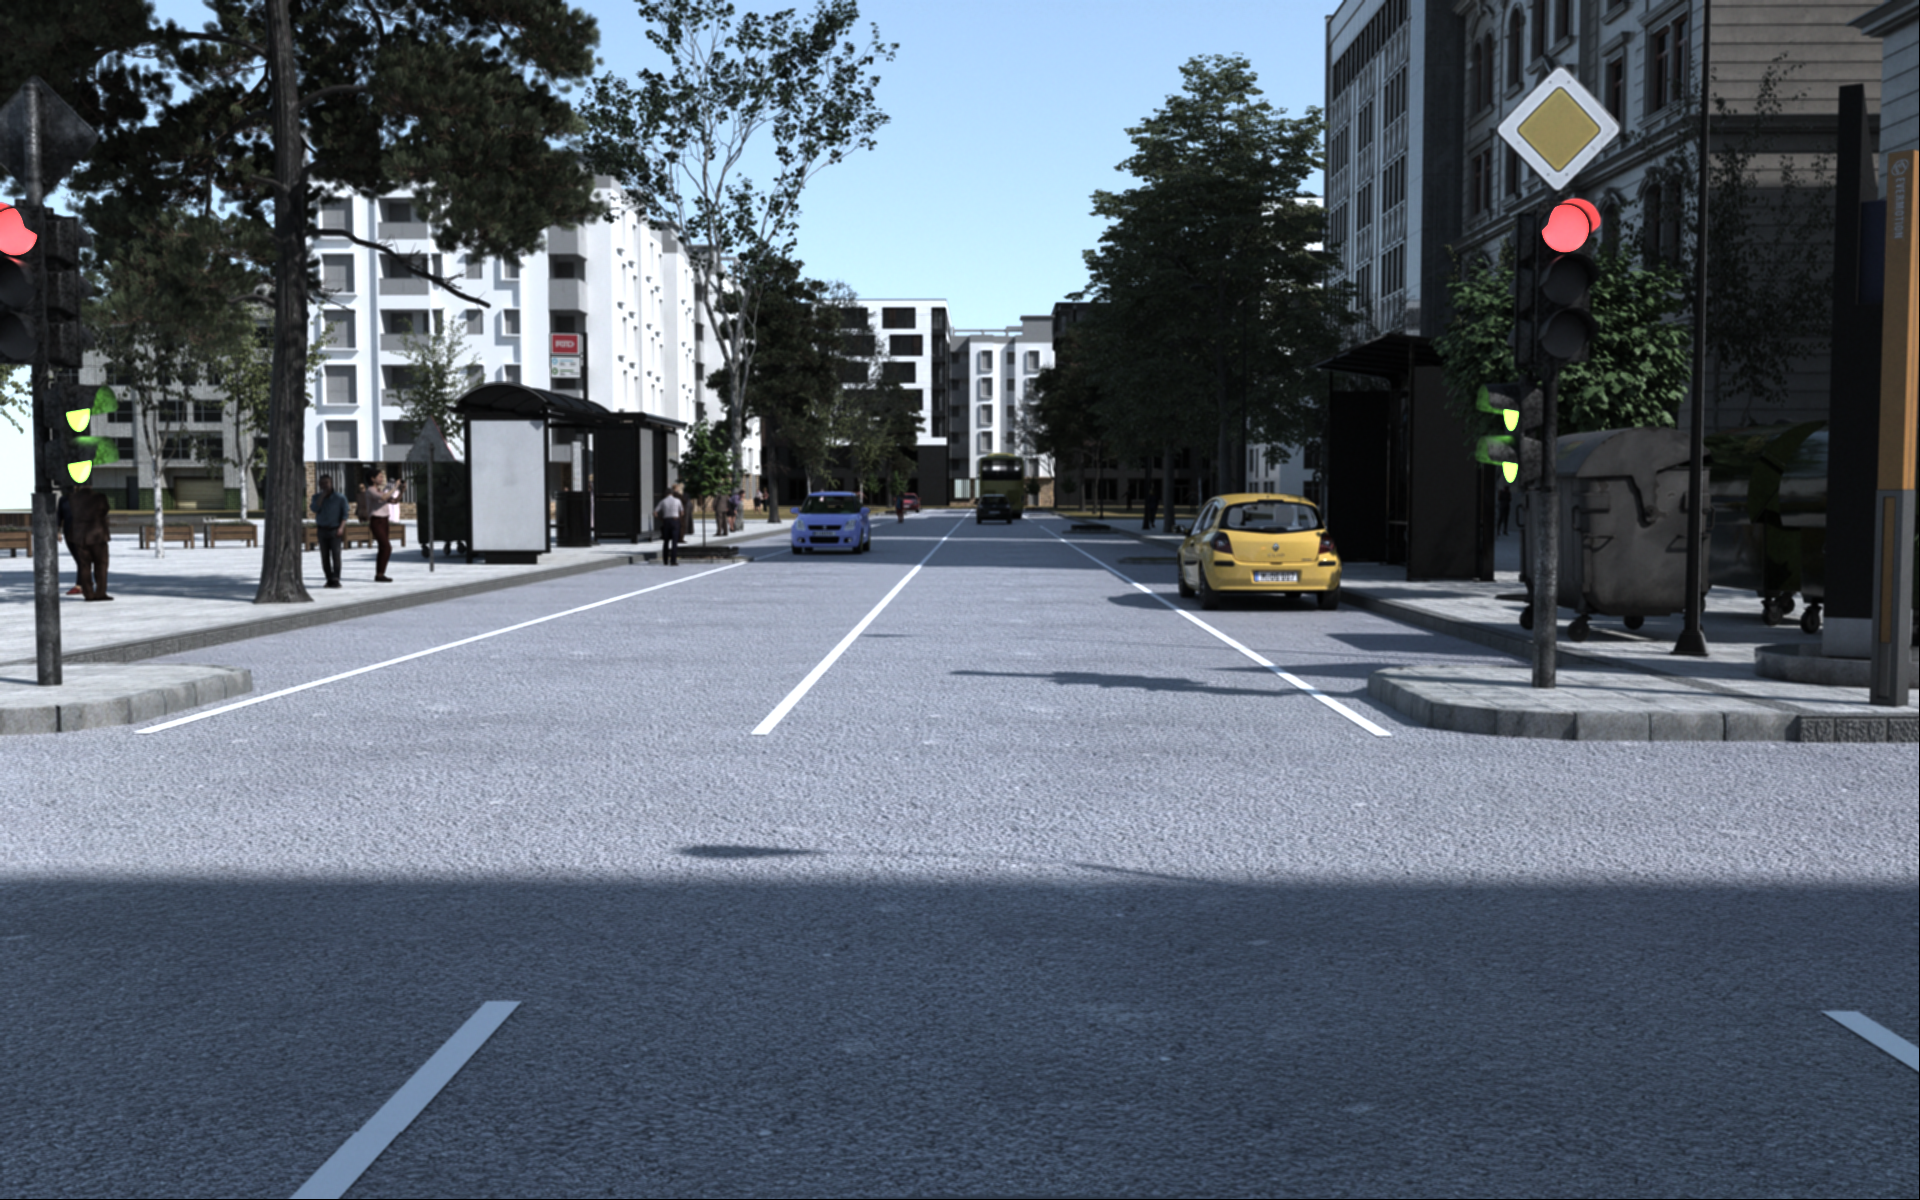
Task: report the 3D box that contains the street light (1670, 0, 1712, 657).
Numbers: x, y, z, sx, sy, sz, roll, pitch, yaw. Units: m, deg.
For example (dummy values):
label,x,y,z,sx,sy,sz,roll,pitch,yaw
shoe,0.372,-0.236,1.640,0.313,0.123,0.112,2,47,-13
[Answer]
label,x,y,z,sx,sy,sz,roll,pitch,yaw
street light,5.306,-2.517,13.688,1.470,5.913,1.316,0,4,1

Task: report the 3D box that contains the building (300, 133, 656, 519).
label,x,y,z,sx,sy,sz,roll,pitch,yaw
building,-25.818,-14.522,93.858,16.016,20.091,11.380,0,4,1

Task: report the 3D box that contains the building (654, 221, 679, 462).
label,x,y,z,sx,sy,sz,roll,pitch,yaw
building,-26.419,-15.244,105.653,16.016,20.091,11.380,0,4,1

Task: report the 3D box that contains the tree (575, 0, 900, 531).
label,x,y,z,sx,sy,sz,roll,pitch,yaw
tree,-9.202,-12.459,59.589,12.611,20.169,13.585,0,3,0

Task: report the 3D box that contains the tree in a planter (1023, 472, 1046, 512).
label,x,y,z,sx,sy,sz,roll,pitch,yaw
tree in a planter,5.939,-8.755,140.372,1.991,3.239,1.994,0,4,1

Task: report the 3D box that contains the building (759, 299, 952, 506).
label,x,y,z,sx,sy,sz,roll,pitch,yaw
building,-17.492,-21.506,195.602,32.646,21.610,27.936,0,4,1

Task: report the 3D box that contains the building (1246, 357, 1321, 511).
label,x,y,z,sx,sy,sz,roll,pitch,yaw
building,23.872,-9.969,105.146,9.099,9.664,28.070,0,4,1

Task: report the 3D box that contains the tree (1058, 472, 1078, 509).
label,x,y,z,sx,sy,sz,roll,pitch,yaw
tree,9.177,-9.238,145.649,1.663,3.219,1.824,0,3,0

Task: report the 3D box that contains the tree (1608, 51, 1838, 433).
label,x,y,z,sx,sy,sz,roll,pitch,yaw
tree,13.164,-4.826,29.267,4.360,8.622,3.978,0,3,0

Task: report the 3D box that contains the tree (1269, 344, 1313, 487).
label,x,y,z,sx,sy,sz,roll,pitch,yaw
tree,14.592,-7.311,69.895,4.360,8.622,3.978,0,3,0

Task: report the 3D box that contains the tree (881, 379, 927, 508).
label,x,y,z,sx,sy,sz,roll,pitch,yaw
tree,-6.461,-14.289,155.674,6.751,12.117,7.091,0,3,0

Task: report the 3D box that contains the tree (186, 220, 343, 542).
label,x,y,z,sx,sy,sz,roll,pitch,yaw
tree,-18.901,-5.855,46.095,4.737,8.622,4.395,0,3,0

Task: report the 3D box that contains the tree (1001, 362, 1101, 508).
label,x,y,z,sx,sy,sz,roll,pitch,yaw
tree,8.698,-15.286,160.303,12.009,13.543,11.850,0,3,0

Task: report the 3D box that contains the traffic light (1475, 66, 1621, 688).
label,x,y,z,sx,sy,sz,roll,pitch,yaw
traffic light,3.857,-1.354,11.386,0.839,4.213,0.868,0,4,1

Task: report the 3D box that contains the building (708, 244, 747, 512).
label,x,y,z,sx,sy,sz,roll,pitch,yaw
building,-24.933,-16.693,129.351,16.016,20.091,11.380,0,4,1

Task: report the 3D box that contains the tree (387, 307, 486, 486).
label,x,y,z,sx,sy,sz,roll,pitch,yaw
tree,-20.912,-7.263,69.110,4.737,8.622,4.395,0,3,0

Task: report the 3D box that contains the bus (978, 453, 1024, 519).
label,x,y,z,sx,sy,sz,roll,pitch,yaw
bus,2.451,-6.835,103.299,2.896,3.916,12.252,0,4,1

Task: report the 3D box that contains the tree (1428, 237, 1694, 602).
label,x,y,z,sx,sy,sz,roll,pitch,yaw
tree,7.350,-2.283,21.044,4.285,4.588,4.351,0,3,0

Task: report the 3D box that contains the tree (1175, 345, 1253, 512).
label,x,y,z,sx,sy,sz,roll,pitch,yaw
tree,10.964,-7.793,77.771,4.737,8.622,4.395,0,3,0

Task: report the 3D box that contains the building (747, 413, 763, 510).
label,x,y,z,sx,sy,sz,roll,pitch,yaw
building,-22.898,-17.639,144.810,11.380,20.091,16.016,0,4,1

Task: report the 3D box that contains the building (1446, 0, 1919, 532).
label,x,y,z,sx,sy,sz,roll,pitch,yaw
building,25.007,-16.337,54.506,14.401,28.519,23.554,0,4,1

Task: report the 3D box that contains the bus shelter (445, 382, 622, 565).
label,x,y,z,sx,sy,sz,roll,pitch,yaw
bus shelter,-8.215,-2.451,34.003,2.014,3.302,5.546,0,4,1

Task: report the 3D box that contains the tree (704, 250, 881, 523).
label,x,y,z,sx,sy,sz,roll,pitch,yaw
tree,-8.307,-9.434,76.293,6.751,12.117,7.091,0,3,0

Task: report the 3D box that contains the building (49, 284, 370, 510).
label,x,y,z,sx,sy,sz,roll,pitch,yaw
building,-56.148,-16.986,144.186,31.486,18.905,16.747,0,4,1

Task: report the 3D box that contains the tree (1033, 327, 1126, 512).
label,x,y,z,sx,sy,sz,roll,pitch,yaw
tree,8.484,-13.238,123.860,7.806,13.903,7.818,0,3,0

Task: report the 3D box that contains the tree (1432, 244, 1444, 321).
label,x,y,z,sx,sy,sz,roll,pitch,yaw
tree,14.908,-5.940,47.486,4.737,8.622,4.395,0,3,0

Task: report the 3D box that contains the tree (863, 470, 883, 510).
label,x,y,z,sx,sy,sz,roll,pitch,yaw
tree,-6.948,-8.877,139.745,1.663,3.219,1.824,0,3,0

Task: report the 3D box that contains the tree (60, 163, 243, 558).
label,x,y,z,sx,sy,sz,roll,pitch,yaw
tree,-16.009,-5.135,34.313,4.360,8.622,3.978,0,3,0

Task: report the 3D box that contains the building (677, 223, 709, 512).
label,x,y,z,sx,sy,sz,roll,pitch,yaw
building,-26.306,-16.000,118.013,16.016,20.091,11.380,0,4,1

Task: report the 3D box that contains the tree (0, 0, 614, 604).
label,x,y,z,sx,sy,sz,roll,pitch,yaw
tree,-7.804,-6.890,20.074,7.806,13.903,7.818,0,3,0

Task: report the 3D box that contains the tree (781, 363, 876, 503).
label,x,y,z,sx,sy,sz,roll,pitch,yaw
tree,-7.438,-8.360,87.042,4.737,8.622,4.395,0,3,0

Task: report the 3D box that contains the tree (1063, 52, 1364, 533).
label,x,y,z,sx,sy,sz,roll,pitch,yaw
tree,6.731,-7.802,45.693,7.486,12.596,7.792,0,3,0

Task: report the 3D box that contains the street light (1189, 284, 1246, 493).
label,x,y,z,sx,sy,sz,roll,pitch,yaw
street light,5.768,-4.034,38.502,1.470,5.913,1.316,0,4,1

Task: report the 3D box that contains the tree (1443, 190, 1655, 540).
label,x,y,z,sx,sy,sz,roll,pitch,yaw
tree,14.568,-5.536,40.869,4.737,8.622,4.395,0,3,0

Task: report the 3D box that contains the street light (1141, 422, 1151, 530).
label,x,y,z,sx,sy,sz,roll,pitch,yaw
street light,6.190,-5.502,62.499,1.470,5.913,1.316,0,4,1

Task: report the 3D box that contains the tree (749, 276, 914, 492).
label,x,y,z,sx,sy,sz,roll,pitch,yaw
tree,-7.451,-11.432,97.290,12.009,13.543,11.850,0,3,0

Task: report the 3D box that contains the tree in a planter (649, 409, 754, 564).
label,x,y,z,sx,sy,sz,roll,pitch,yaw
tree in a planter,-5.424,-2.408,36.589,1.991,3.239,1.994,0,4,1

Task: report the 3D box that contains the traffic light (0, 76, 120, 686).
label,x,y,z,sx,sy,sz,roll,pitch,yaw
traffic light,-6.103,-1.363,11.527,0.839,4.213,0.868,0,4,1

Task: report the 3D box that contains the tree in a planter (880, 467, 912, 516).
label,x,y,z,sx,sy,sz,roll,pitch,yaw
tree in a planter,-4.199,-7.130,113.802,1.991,3.239,1.994,0,4,1

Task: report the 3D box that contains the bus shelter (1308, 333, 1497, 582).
label,x,y,z,sx,sy,sz,roll,pitch,yaw
bus shelter,7.111,-2.266,28.330,1.731,3.624,6.357,0,4,1

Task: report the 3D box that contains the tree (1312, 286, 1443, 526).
label,x,y,z,sx,sy,sz,roll,pitch,yaw
tree,15.183,-6.823,61.913,4.360,8.622,3.978,0,3,0

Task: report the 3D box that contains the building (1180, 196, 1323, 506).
label,x,y,z,sx,sy,sz,roll,pitch,yaw
building,33.272,-17.808,135.133,27.936,21.610,32.646,0,4,1

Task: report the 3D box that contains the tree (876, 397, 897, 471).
label,x,y,z,sx,sy,sz,roll,pitch,yaw
tree,-6.500,-10.219,117.444,4.737,8.622,4.395,0,3,0

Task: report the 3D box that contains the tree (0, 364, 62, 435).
label,x,y,z,sx,sy,sz,roll,pitch,yaw
tree,-25.441,-5.758,44.501,4.737,8.622,4.395,0,3,0

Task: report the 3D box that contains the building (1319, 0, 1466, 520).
label,x,y,z,sx,sy,sz,roll,pitch,yaw
building,23.909,-15.799,76.343,12.078,24.808,19.932,0,4,1

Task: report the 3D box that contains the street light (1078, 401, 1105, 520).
label,x,y,z,sx,sy,sz,roll,pitch,yaw
street light,6.541,-6.970,86.498,1.470,5.913,1.316,0,4,1

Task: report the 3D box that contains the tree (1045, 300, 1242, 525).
label,x,y,z,sx,sy,sz,roll,pitch,yaw
tree,7.756,-8.211,68.668,7.601,10.594,8.767,0,4,-4

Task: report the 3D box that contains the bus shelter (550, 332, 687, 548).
label,x,y,z,sx,sy,sz,roll,pitch,yaw
bus shelter,-9.047,-4.164,45.720,2.179,5.291,8.768,0,4,1
